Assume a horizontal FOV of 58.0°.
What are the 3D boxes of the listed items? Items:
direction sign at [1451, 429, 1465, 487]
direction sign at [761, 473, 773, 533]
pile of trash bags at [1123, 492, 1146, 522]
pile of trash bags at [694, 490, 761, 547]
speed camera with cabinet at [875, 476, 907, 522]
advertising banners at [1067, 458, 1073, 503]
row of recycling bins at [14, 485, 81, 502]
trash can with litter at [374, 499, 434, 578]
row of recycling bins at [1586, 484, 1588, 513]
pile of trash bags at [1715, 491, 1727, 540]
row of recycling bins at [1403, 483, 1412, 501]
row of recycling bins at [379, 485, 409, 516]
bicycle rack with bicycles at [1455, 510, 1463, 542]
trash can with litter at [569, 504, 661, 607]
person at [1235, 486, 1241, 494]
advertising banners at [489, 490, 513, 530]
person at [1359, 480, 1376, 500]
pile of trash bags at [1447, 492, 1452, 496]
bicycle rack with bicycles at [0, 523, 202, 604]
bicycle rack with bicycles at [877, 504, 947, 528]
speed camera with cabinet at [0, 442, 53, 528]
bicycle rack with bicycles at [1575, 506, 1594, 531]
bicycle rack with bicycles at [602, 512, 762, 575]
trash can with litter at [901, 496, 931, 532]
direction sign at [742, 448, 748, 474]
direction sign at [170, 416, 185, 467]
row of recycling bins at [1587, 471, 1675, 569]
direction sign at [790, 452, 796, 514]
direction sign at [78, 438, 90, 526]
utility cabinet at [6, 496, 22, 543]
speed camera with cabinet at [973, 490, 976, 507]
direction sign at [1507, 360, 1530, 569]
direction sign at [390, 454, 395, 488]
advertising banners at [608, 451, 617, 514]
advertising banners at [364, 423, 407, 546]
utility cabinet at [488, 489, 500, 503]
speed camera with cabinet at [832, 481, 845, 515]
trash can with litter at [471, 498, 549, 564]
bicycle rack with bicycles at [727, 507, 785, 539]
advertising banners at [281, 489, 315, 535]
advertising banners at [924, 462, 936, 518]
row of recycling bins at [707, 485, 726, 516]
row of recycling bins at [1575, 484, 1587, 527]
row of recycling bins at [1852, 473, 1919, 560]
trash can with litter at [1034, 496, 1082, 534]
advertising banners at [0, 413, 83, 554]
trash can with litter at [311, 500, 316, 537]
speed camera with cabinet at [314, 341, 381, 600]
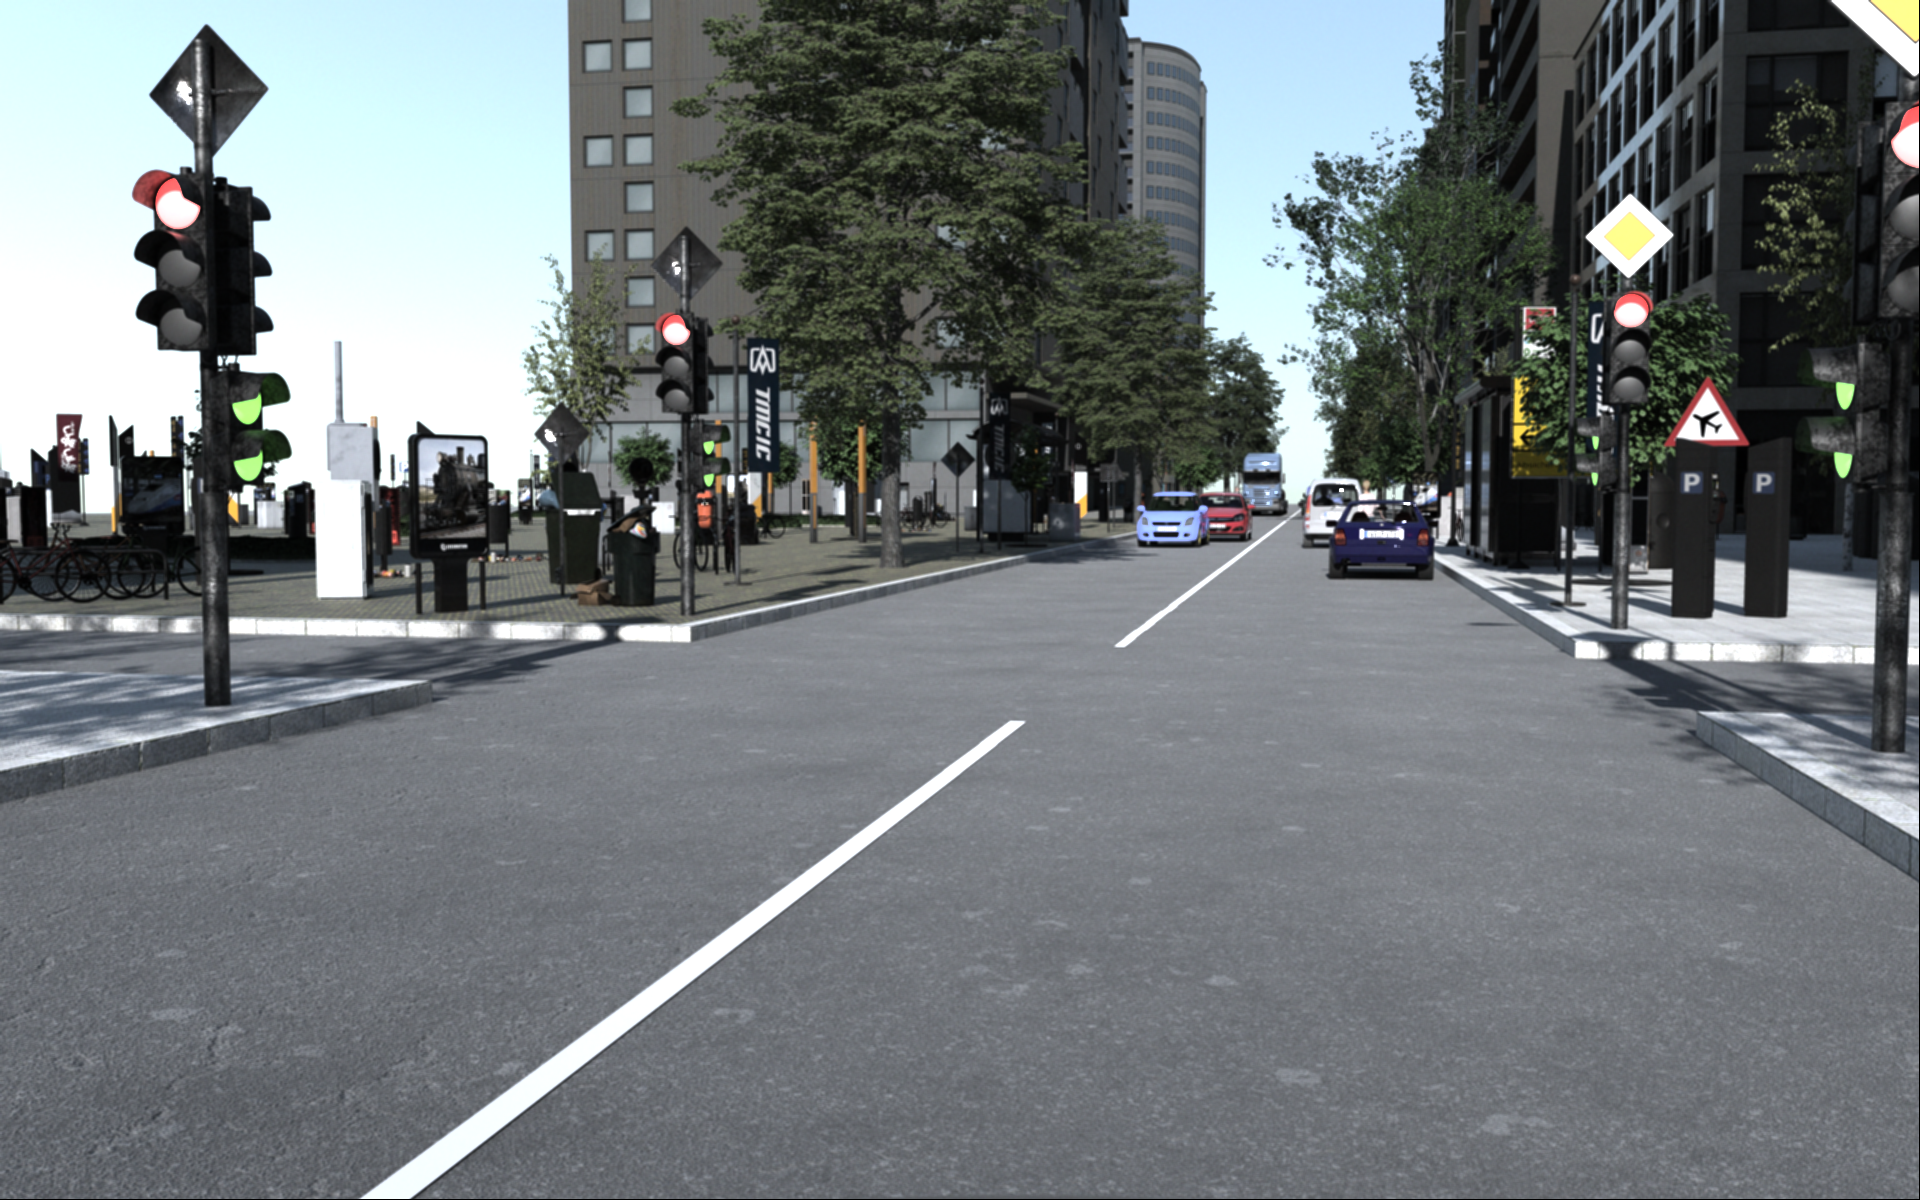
[{"bbox_3d":[17.415,-4.159,59.995,0.876,3.537,0.379,3,5,40],"label":"direction sign"},{"bbox_3d":[-6.400,-3.991,57.255,0.876,3.537,0.379,0,4,0],"label":"direction sign"},{"bbox_3d":[8.503,-4.319,80.361,1.912,1.369,3.447,0,3,0],"label":"pile of trash bags"},{"bbox_3d":[-6.064,-2.054,43.340,1.912,1.369,3.447,0,4,2],"label":"pile of trash bags"},{"bbox_3d":[-3.184,-5.189,79.171,0.660,3.252,2.038,2,4,31],"label":"speed camera with cabinet"},{"bbox_3d":[5.429,-5.438,85.094,0.090,3.025,2.074,0,4,-2],"label":"advertising banners"},{"bbox_3d":[-41.623,-4.401,79.069,1.069,1.692,3.534,1,4,17],"label":"row of recycling bins"},{"bbox_3d":[-8.984,-0.991,27.265,1.678,1.210,2.233,-1,4,-22],"label":"trash can with litter"},{"bbox_3d":[16.072,-2.102,41.473,1.069,1.692,3.534,0,4,6],"label":"row of recycling bins"},{"bbox_3d":[20.077,-2.423,49.365,3.447,1.369,1.912,3,5,44],"label":"pile of trash bags"},{"bbox_3d":[15.845,-3.217,59.709,1.069,1.692,3.534,1,4,18],"label":"row of recycling bins"},{"bbox_3d":[-27.711,-4.565,81.745,3.534,1.692,1.069,0,4,-5],"label":"row of recycling bins"},{"bbox_3d":[14.357,-2.009,46.228,2.852,0.926,2.925,1,4,12],"label":"bicycle rack with bicycles"},{"bbox_3d":[-3.977,-0.519,19.877,1.055,1.170,0.624,1,4,15],"label":"trash can with litter"},{"bbox_3d":[12.499,-4.247,78.339,0.834,1.777,0.661,1,4,15],"label":"person"},{"bbox_3d":[-16.260,-3.832,58.844,2.074,3.025,0.090,0,4,-6],"label":"advertising banners"},{"bbox_3d":[9.089,-1.762,37.975,0.731,1.740,0.598,-3,5,-42],"label":"person"},{"bbox_3d":[23.329,-4.130,77.282,3.447,1.369,1.912,-1,4,-11],"label":"pile of trash bags"},{"bbox_3d":[-10.625,-0.483,21.287,2.925,0.926,2.852,-2,4,-28],"label":"bicycle rack with bicycles"},{"bbox_3d":[-1.922,-3.219,66.017,2.925,0.926,2.852,-1,4,-13],"label":"bicycle rack with bicycles"},{"bbox_3d":[-35.620,-4.365,65.710,2.038,3.252,0.660,-2,4,-29],"label":"speed camera with cabinet"},{"bbox_3d":[22.348,-2.862,60.183,2.925,0.926,2.852,-3,5,-39],"label":"bicycle rack with bicycles"},{"bbox_3d":[-4.779,-0.923,28.471,2.852,0.926,2.925,0,4,-8],"label":"bicycle rack with bicycles"},{"bbox_3d":[-1.757,-2.956,59.389,1.678,1.210,2.233,2,4,33],"label":"trash can with litter"},{"bbox_3d":[-10.424,-5.725,85.603,0.379,3.537,0.876,3,5,41],"label":"direction sign"},{"bbox_3d":[-22.684,-3.564,50.274,0.876,3.537,0.379,3,5,45],"label":"direction sign"},{"bbox_3d":[12.122,-1.471,31.164,1.069,1.692,3.534,1,4,13],"label":"row of recycling bins"},{"bbox_3d":[-9.201,-6.239,94.006,0.876,3.537,0.379,3,5,44],"label":"direction sign"},{"bbox_3d":[-35.617,-4.792,70.347,0.876,3.537,0.379,2,4,33],"label":"direction sign"},{"bbox_3d":[-24.908,-2.101,45.516,0.306,1.237,1.020,-2,4,-34],"label":"utility cabinet"},{"bbox_3d":[1.543,-4.390,66.105,2.038,3.252,0.660,1,4,23],"label":"speed camera with cabinet"},{"bbox_3d":[9.594,-2.303,29.645,0.379,3.537,0.876,2,4,29],"label":"direction sign"},{"bbox_3d":[-32.193,-6.505,98.353,0.379,3.537,0.876,-2,4,-31],"label":"direction sign"},{"bbox_3d":[-14.367,-4.609,71.547,0.090,3.025,2.074,0,4,-3],"label":"advertising banners"},{"bbox_3d":[-14.115,-2.859,42.927,2.074,3.025,0.090,-1,4,-21],"label":"advertising banners"},{"bbox_3d":[-20.022,-3.973,73.632,1.173,1.500,0.318,3,5,42],"label":"utility cabinet"},{"bbox_3d":[-6.039,-5.728,87.994,0.660,3.252,2.038,-1,4,-15],"label":"speed camera with cabinet"},{"bbox_3d":[-8.493,-1.351,33.141,1.678,1.210,2.233,2,4,33],"label":"trash can with litter"},{"bbox_3d":[-6.504,-2.247,50.121,2.925,0.926,2.852,-1,4,-18],"label":"bicycle rack with bicycles"},{"bbox_3d":[-20.532,-3.607,55.158,2.074,3.025,0.090,-2,4,-32],"label":"advertising banners"},{"bbox_3d":[-1.586,-5.977,93.908,0.090,3.025,2.074,1,4,17],"label":"advertising banners"},{"bbox_3d":[-10.774,-4.286,77.194,1.069,1.692,3.534,0,4,-3],"label":"row of recycling bins"},{"bbox_3d":[24.966,-3.776,68.857,1.069,1.692,3.534,0,4,-3],"label":"row of recycling bins"},{"bbox_3d":[18.730,-1.715,35.151,1.069,1.692,3.534,1,4,19],"label":"row of recycling bins"},{"bbox_3d":[2.764,-2.704,55.274,2.233,1.210,1.678,1,4,19],"label":"trash can with litter"},{"bbox_3d":[-20.069,-2.523,37.438,2.074,3.025,0.090,-1,4,-20],"label":"advertising banners"},{"bbox_3d":[-15.202,-1.879,42.110,1.055,1.170,0.624,1,4,11],"label":"trash can with litter"},{"bbox_3d":[-7.697,-1.681,21.821,0.660,3.252,2.038,-1,4,-13],"label":"speed camera with cabinet"}]
